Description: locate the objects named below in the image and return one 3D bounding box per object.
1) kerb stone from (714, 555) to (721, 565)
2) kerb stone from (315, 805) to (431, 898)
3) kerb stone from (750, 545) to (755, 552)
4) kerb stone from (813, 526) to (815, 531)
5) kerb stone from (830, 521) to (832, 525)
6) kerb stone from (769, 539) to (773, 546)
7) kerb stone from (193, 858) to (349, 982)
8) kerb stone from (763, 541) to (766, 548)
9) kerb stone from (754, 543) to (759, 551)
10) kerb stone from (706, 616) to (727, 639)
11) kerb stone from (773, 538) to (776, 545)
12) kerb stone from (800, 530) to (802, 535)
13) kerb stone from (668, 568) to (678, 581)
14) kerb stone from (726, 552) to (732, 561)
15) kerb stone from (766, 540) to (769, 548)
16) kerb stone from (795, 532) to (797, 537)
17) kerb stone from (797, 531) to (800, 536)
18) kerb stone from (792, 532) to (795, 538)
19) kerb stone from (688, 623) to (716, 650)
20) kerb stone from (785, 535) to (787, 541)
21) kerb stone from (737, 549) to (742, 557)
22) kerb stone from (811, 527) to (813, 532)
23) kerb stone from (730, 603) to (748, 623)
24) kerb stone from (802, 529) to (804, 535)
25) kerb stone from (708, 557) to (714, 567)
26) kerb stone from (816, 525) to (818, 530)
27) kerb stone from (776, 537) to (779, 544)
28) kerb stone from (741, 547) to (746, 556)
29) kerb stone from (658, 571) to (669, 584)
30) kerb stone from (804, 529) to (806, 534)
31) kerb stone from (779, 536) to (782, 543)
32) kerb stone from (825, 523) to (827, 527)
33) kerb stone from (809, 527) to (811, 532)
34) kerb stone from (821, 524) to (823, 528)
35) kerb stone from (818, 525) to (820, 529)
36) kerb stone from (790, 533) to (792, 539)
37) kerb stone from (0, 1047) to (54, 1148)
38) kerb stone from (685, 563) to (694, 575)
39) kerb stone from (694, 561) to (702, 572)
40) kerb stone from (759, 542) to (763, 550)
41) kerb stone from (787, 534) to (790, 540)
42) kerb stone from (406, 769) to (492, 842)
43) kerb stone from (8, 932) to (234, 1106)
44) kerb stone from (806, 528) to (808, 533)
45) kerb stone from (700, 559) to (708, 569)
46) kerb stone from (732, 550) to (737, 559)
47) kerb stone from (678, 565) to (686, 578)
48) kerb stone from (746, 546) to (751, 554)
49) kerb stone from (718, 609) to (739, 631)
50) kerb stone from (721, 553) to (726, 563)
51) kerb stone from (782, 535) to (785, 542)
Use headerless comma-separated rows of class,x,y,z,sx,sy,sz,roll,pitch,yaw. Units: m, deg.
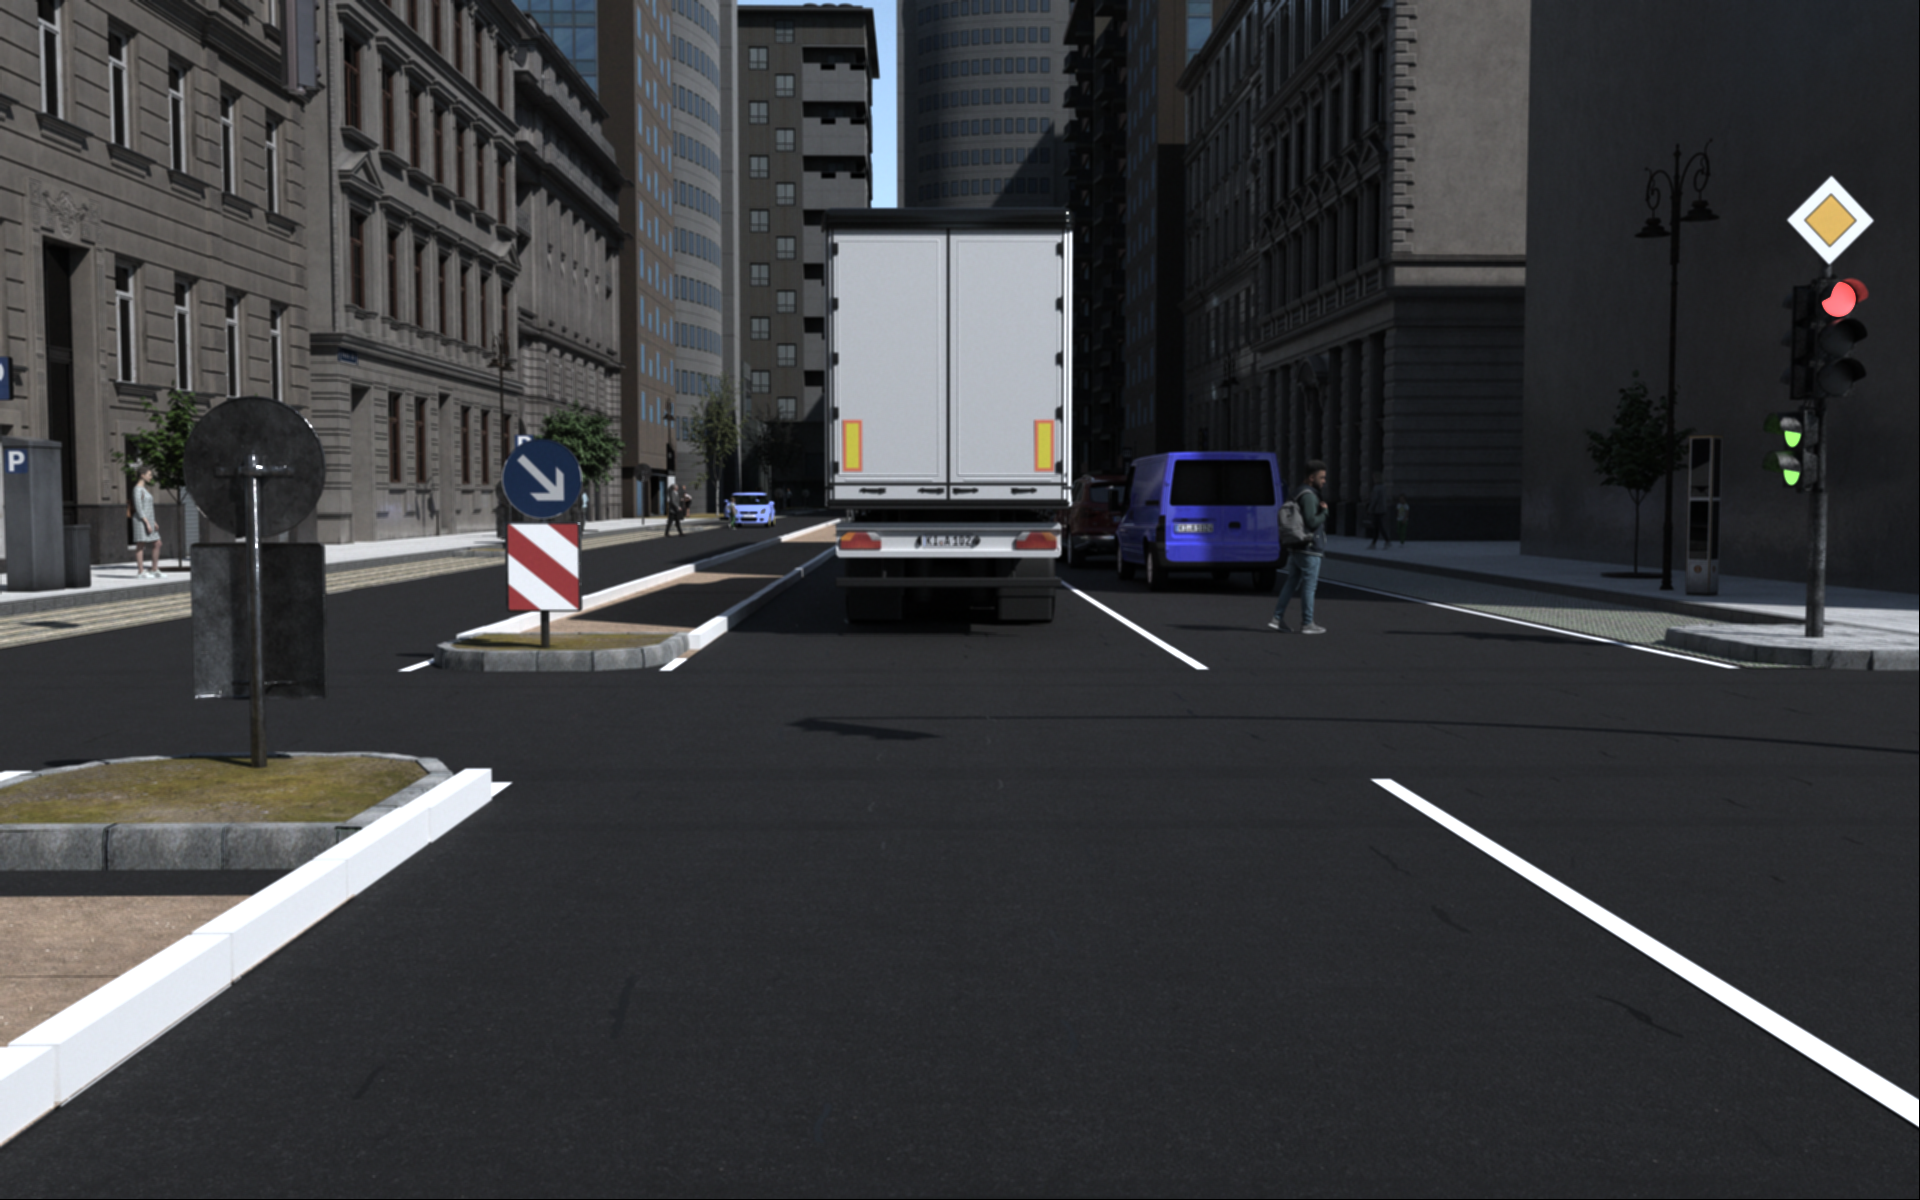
kerb stone,-4.967,-0.761,34.757,0.120,0.150,1.000,0,4,-1
kerb stone,-2.226,0.954,6.593,0.120,0.150,1.000,0,4,-1
kerb stone,-5.146,-1.203,41.940,0.120,0.150,1.000,0,4,-1
kerb stone,-5.685,-2.650,65.545,0.120,0.150,1.000,0,4,-1
kerb stone,-5.972,-3.400,77.846,0.120,0.150,1.000,0,4,-1
kerb stone,-5.250,-1.516,47.060,0.120,0.150,1.000,0,4,-1
kerb stone,-2.200,1.017,5.571,0.120,0.150,1.000,0,4,-1
kerb stone,-5.204,-1.396,45.013,0.120,0.150,1.000,0,4,-1
kerb stone,-5.166,-1.270,42.962,0.120,0.150,1.000,0,4,-1
kerb stone,-2.476,0.295,17.379,0.120,0.150,1.000,0,4,-1
kerb stone,-5.289,-1.583,48.081,0.120,0.150,1.000,0,4,-1
kerb stone,-5.518,-2.211,58.350,0.120,0.150,1.000,0,4,-1
kerb stone,-4.830,-0.392,28.613,0.120,0.150,1.000,0,4,-1
kerb stone,-5.013,-0.892,36.817,0.120,0.150,1.000,0,4,-1
kerb stone,-5.238,-1.455,46.034,0.120,0.150,1.000,0,4,-1
kerb stone,-5.463,-2.086,56.306,0.120,0.150,1.000,0,4,-1
kerb stone,-5.486,-2.149,57.328,0.120,0.150,1.000,0,4,-1
kerb stone,-5.443,-2.013,55.277,0.120,0.150,1.000,0,4,-1
kerb stone,-2.450,0.358,16.350,0.120,0.150,1.000,0,4,-1
kerb stone,-5.376,-1.835,52.204,0.120,0.150,1.000,0,4,-1
kerb stone,-5.065,-1.014,38.866,0.120,0.150,1.000,0,4,-1
kerb stone,-5.658,-2.589,64.519,0.120,0.150,1.000,0,4,-1
kerb stone,-2.522,0.169,19.436,0.120,0.150,1.000,0,4,-1
kerb stone,-5.539,-2.274,59.372,0.120,0.150,1.000,0,4,-1
kerb stone,-4.959,-0.706,33.735,0.120,0.150,1.000,0,4,-1
kerb stone,-5.727,-2.774,67.596,0.120,0.150,1.000,0,4,-1
kerb stone,-5.307,-1.646,49.103,0.120,0.150,1.000,0,4,-1
kerb stone,-5.092,-1.083,39.896,0.120,0.150,1.000,0,4,-1
kerb stone,-4.811,-0.330,27.585,0.120,0.150,1.000,0,4,-1
kerb stone,-5.564,-2.334,60.396,0.120,0.150,1.000,0,4,-1
kerb stone,-5.326,-1.709,50.132,0.120,0.150,1.000,0,4,-1
kerb stone,-5.877,-3.153,73.753,0.120,0.150,1.000,0,4,-1
kerb stone,-5.632,-2.525,63.487,0.120,0.150,1.000,0,4,-1
kerb stone,-5.799,-2.957,70.671,0.120,0.150,1.000,0,4,-1
kerb stone,-5.756,-2.839,68.618,0.120,0.150,1.000,0,4,-1
kerb stone,-5.427,-1.961,54.254,0.120,0.150,1.000,0,4,-1
kerb stone,-2.155,1.142,3.524,0.120,0.150,1.000,0,4,-1
kerb stone,-4.882,-0.518,30.661,0.120,0.150,1.000,0,4,-1
kerb stone,-4.896,-0.580,31.685,0.120,0.150,1.000,0,4,-1
kerb stone,-5.181,-1.328,43.991,0.120,0.150,1.000,0,4,-1
kerb stone,-5.390,-1.889,53.230,0.120,0.150,1.000,0,4,-1
kerb stone,-2.242,0.895,7.615,0.120,0.150,1.000,0,4,-1
kerb stone,-2.174,1.080,4.545,0.120,0.150,1.000,0,4,-1
kerb stone,-5.590,-2.398,61.430,0.120,0.150,1.000,0,4,-1
kerb stone,-4.930,-0.643,32.708,0.120,0.150,1.000,0,4,-1
kerb stone,-5.040,-0.957,37.838,0.120,0.150,1.000,0,4,-1
kerb stone,-4.858,-0.452,29.638,0.120,0.150,1.000,0,4,-1
kerb stone,-5.113,-1.145,40.918,0.120,0.150,1.000,0,4,-1
kerb stone,-2.495,0.231,18.414,0.120,0.150,1.000,0,4,-1
kerb stone,-5.001,-0.831,35.786,0.120,0.150,1.000,0,4,-1
kerb stone,-5.355,-1.769,51.165,0.120,0.150,1.000,0,4,-1
